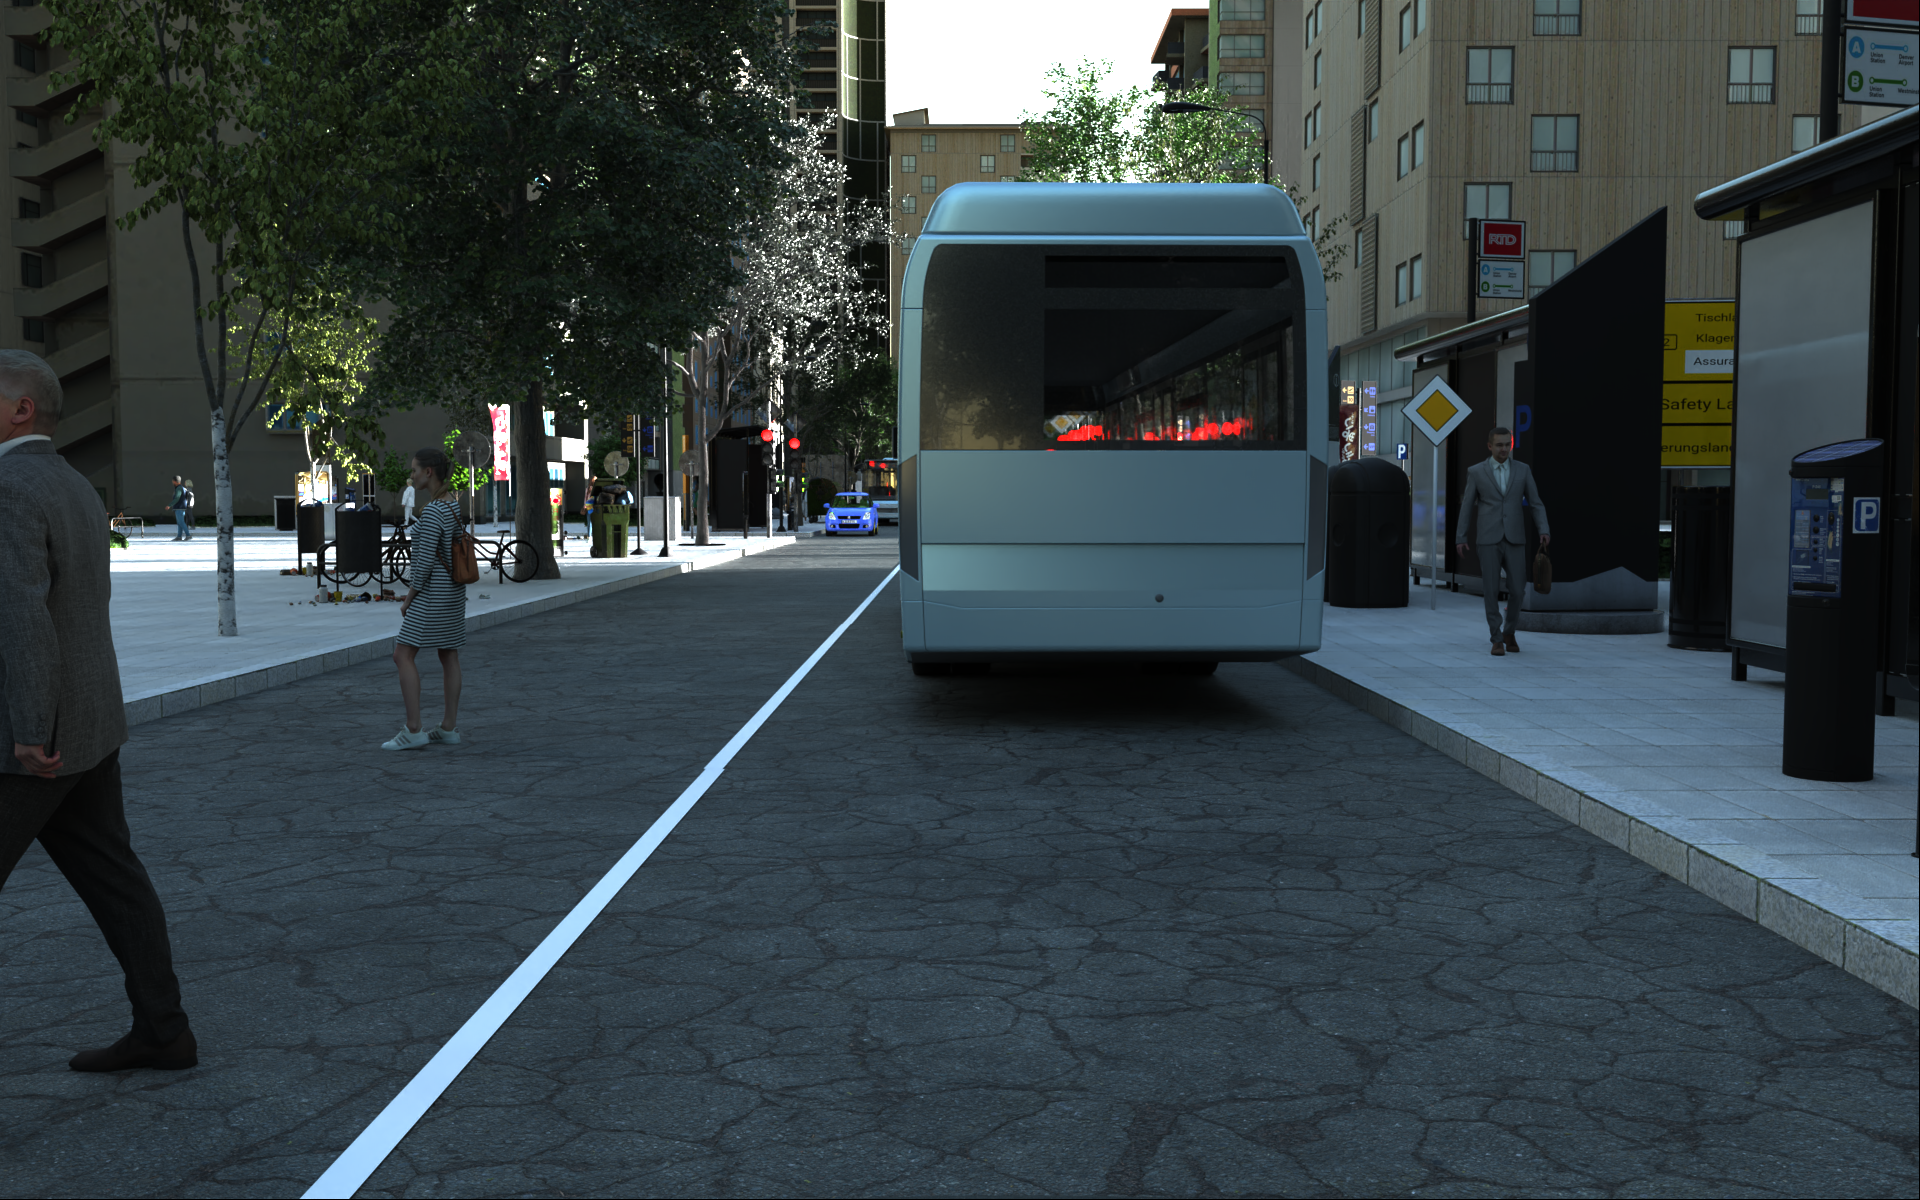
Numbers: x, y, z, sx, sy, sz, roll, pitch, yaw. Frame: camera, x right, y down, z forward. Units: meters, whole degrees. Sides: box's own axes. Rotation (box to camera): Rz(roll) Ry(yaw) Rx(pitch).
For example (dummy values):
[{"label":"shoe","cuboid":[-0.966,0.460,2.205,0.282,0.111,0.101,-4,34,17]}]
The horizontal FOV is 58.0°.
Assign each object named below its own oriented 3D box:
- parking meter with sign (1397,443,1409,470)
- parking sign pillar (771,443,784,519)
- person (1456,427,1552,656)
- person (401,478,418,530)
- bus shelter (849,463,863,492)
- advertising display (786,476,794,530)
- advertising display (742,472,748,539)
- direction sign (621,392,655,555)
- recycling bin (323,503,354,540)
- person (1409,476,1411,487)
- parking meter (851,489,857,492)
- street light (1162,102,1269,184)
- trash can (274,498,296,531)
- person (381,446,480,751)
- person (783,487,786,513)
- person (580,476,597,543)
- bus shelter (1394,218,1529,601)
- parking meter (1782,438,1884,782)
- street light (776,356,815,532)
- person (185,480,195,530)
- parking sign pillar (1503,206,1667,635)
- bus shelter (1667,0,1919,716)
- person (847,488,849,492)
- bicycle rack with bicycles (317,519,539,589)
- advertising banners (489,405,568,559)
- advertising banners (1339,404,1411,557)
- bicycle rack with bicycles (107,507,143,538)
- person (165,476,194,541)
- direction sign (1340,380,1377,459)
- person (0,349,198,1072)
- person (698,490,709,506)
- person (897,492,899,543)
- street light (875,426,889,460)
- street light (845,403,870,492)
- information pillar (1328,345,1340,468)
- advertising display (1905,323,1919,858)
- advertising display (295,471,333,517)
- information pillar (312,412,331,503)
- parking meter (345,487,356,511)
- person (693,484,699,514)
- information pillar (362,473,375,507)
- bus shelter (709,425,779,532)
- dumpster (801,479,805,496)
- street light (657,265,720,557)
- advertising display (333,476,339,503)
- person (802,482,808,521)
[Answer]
[{"label":"parking meter with sign","cuboid":[14.513,-3.867,59.488,1.738,3.016,0.543,-2,4,-23]},{"label":"parking sign pillar","cuboid":[-9.760,-6.134,88.755,1.447,3.967,1.447,-2,4,-29]},{"label":"person","cuboid":[4.343,-0.469,13.829,0.709,1.813,0.853,0,4,5]},{"label":"person","cuboid":[-19.593,-3.420,61.840,0.818,1.842,0.514,-1,4,-21]},{"label":"bus shelter","cuboid":[-6.156,-7.382,114.620,2.014,3.302,5.546,0,4,0]},{"label":"advertising display","cuboid":[-5.984,-3.445,61.547,0.123,1.923,0.974,1,4,11]},{"label":"advertising display","cuboid":[-6.207,-2.742,50.042,0.123,1.923,0.974,-1,4,-9]},{"label":"direction sign","cuboid":[-6.790,-2.724,36.542,0.876,3.537,0.379,2,4,28]},{"label":"recycling bin","cuboid":[-17.335,-2.183,48.248,0.722,1.027,0.722,0,4,-1]},{"label":"person","cuboid":[11.212,-2.244,42.951,0.641,1.798,0.478,2,4,30]},{"label":"parking meter","cuboid":[-5.859,-5.299,95.046,0.372,1.533,0.369,0,3,0]},{"label":"street light","cuboid":[3.089,-2.944,20.682,1.470,5.913,1.316,0,4,0]},{"label":"trash can","cuboid":[-23.514,-2.982,60.413,0.748,1.137,0.748,0,3,0]},{"label":"person","cuboid":[-2.993,-0.023,9.882,0.522,1.701,0.512,0,4,-1]},{"label":"person","cuboid":[-12.148,-6.947,119.805,0.526,1.800,0.537,0,4,-3]},{"label":"person","cuboid":[-9.670,-2.380,45.551,0.593,1.750,0.643,0,4,0]},{"label":"bus shelter","cuboid":[7.221,-2.771,22.946,2.179,5.291,8.768,0,3,0]},{"label":"parking meter","cuboid":[3.952,0.035,7.844,0.372,1.533,0.369,0,3,0]},{"label":"street light","cuboid":[-5.515,-5.259,58.531,1.470,5.913,1.316,0,4,0]},{"label":"person","cuboid":[-27.749,-3.421,62.152,0.526,1.800,0.537,-1,4,-14]},{"label":"parking sign pillar","cuboid":[5.932,-1.707,16.381,1.447,3.967,1.447,-1,4,-9]},{"label":"bus shelter","cuboid":[6.115,-2.000,10.338,2.179,5.291,8.768,0,3,0]},{"label":"person","cuboid":[-9.382,-8.574,146.315,0.705,1.814,1.350,0,4,-4]},{"label":"bicycle rack with bicycles","cuboid":[-7.760,-0.668,24.300,2.925,0.926,2.852,1,4,15]},{"label":"advertising banners","cuboid":[-8.613,-2.347,34.560,0.090,3.025,2.074,2,4,31]},{"label":"advertising banners","cuboid":[8.059,-2.266,33.229,0.090,3.025,2.074,-3,5,-40]},{"label":"bicycle rack with bicycles","cuboid":[-24.919,-2.212,49.556,2.852,0.926,2.925,0,4,2]},{"label":"person","cuboid":[-21.251,-2.494,47.164,0.721,1.781,0.623,-2,4,-25]},{"label":"direction sign","cuboid":[7.975,-2.614,34.738,0.876,3.537,0.379,-2,4,-25]},{"label":"person","cuboid":[-2.306,0.290,4.150,0.834,1.777,0.661,-1,4,-19]},{"label":"person","cuboid":[-12.253,-4.640,82.493,0.593,1.750,0.643,1,4,22]},{"label":"person","cuboid":[-1.588,-2.548,49.967,0.447,1.846,0.655,0,4,-2]},{"label":"street light","cuboid":[-5.226,-8.910,118.226,1.470,5.913,1.316,0,4,0]},{"label":"street light","cuboid":[-5.308,-7.085,88.378,1.470,5.913,1.316,0,4,0]},{"label":"information pillar","cuboid":[5.825,-2.193,27.203,0.183,3.616,0.504,2,4,35]},{"label":"advertising display","cuboid":[3.776,-0.066,6.293,0.974,1.923,0.123,-2,4,-32]},{"label":"advertising display","cuboid":[-18.135,-2.650,48.540,0.123,1.923,0.974,3,4,38]},{"label":"information pillar","cuboid":[-18.192,-3.552,49.427,0.504,3.616,0.183,-1,4,-9]},{"label":"parking meter","cuboid":[-22.104,-3.328,62.830,0.372,1.533,0.369,0,3,0]},{"label":"person","cuboid":[-12.934,-4.844,85.496,0.529,1.795,0.600,-2,4,-24]},{"label":"information pillar","cuboid":[-21.043,-3.498,61.683,0.304,2.012,0.304,1,4,21]},{"label":"bus shelter","cuboid":[-7.675,-4.320,61.911,1.731,3.624,6.357,0,4,0]},{"label":"dumpster","cuboid":[-9.561,-6.419,107.442,1.502,2.255,1.985,0,4,0]},{"label":"street light","cuboid":[-5.460,-3.834,35.232,1.470,5.913,1.316,0,4,0]},{"label":"advertising display","cuboid":[-22.307,-3.400,60.800,0.974,1.923,0.123,0,4,1]},{"label":"person","cuboid":[-7.440,-4.751,83.592,0.514,1.842,0.818,0,4,6]}]
